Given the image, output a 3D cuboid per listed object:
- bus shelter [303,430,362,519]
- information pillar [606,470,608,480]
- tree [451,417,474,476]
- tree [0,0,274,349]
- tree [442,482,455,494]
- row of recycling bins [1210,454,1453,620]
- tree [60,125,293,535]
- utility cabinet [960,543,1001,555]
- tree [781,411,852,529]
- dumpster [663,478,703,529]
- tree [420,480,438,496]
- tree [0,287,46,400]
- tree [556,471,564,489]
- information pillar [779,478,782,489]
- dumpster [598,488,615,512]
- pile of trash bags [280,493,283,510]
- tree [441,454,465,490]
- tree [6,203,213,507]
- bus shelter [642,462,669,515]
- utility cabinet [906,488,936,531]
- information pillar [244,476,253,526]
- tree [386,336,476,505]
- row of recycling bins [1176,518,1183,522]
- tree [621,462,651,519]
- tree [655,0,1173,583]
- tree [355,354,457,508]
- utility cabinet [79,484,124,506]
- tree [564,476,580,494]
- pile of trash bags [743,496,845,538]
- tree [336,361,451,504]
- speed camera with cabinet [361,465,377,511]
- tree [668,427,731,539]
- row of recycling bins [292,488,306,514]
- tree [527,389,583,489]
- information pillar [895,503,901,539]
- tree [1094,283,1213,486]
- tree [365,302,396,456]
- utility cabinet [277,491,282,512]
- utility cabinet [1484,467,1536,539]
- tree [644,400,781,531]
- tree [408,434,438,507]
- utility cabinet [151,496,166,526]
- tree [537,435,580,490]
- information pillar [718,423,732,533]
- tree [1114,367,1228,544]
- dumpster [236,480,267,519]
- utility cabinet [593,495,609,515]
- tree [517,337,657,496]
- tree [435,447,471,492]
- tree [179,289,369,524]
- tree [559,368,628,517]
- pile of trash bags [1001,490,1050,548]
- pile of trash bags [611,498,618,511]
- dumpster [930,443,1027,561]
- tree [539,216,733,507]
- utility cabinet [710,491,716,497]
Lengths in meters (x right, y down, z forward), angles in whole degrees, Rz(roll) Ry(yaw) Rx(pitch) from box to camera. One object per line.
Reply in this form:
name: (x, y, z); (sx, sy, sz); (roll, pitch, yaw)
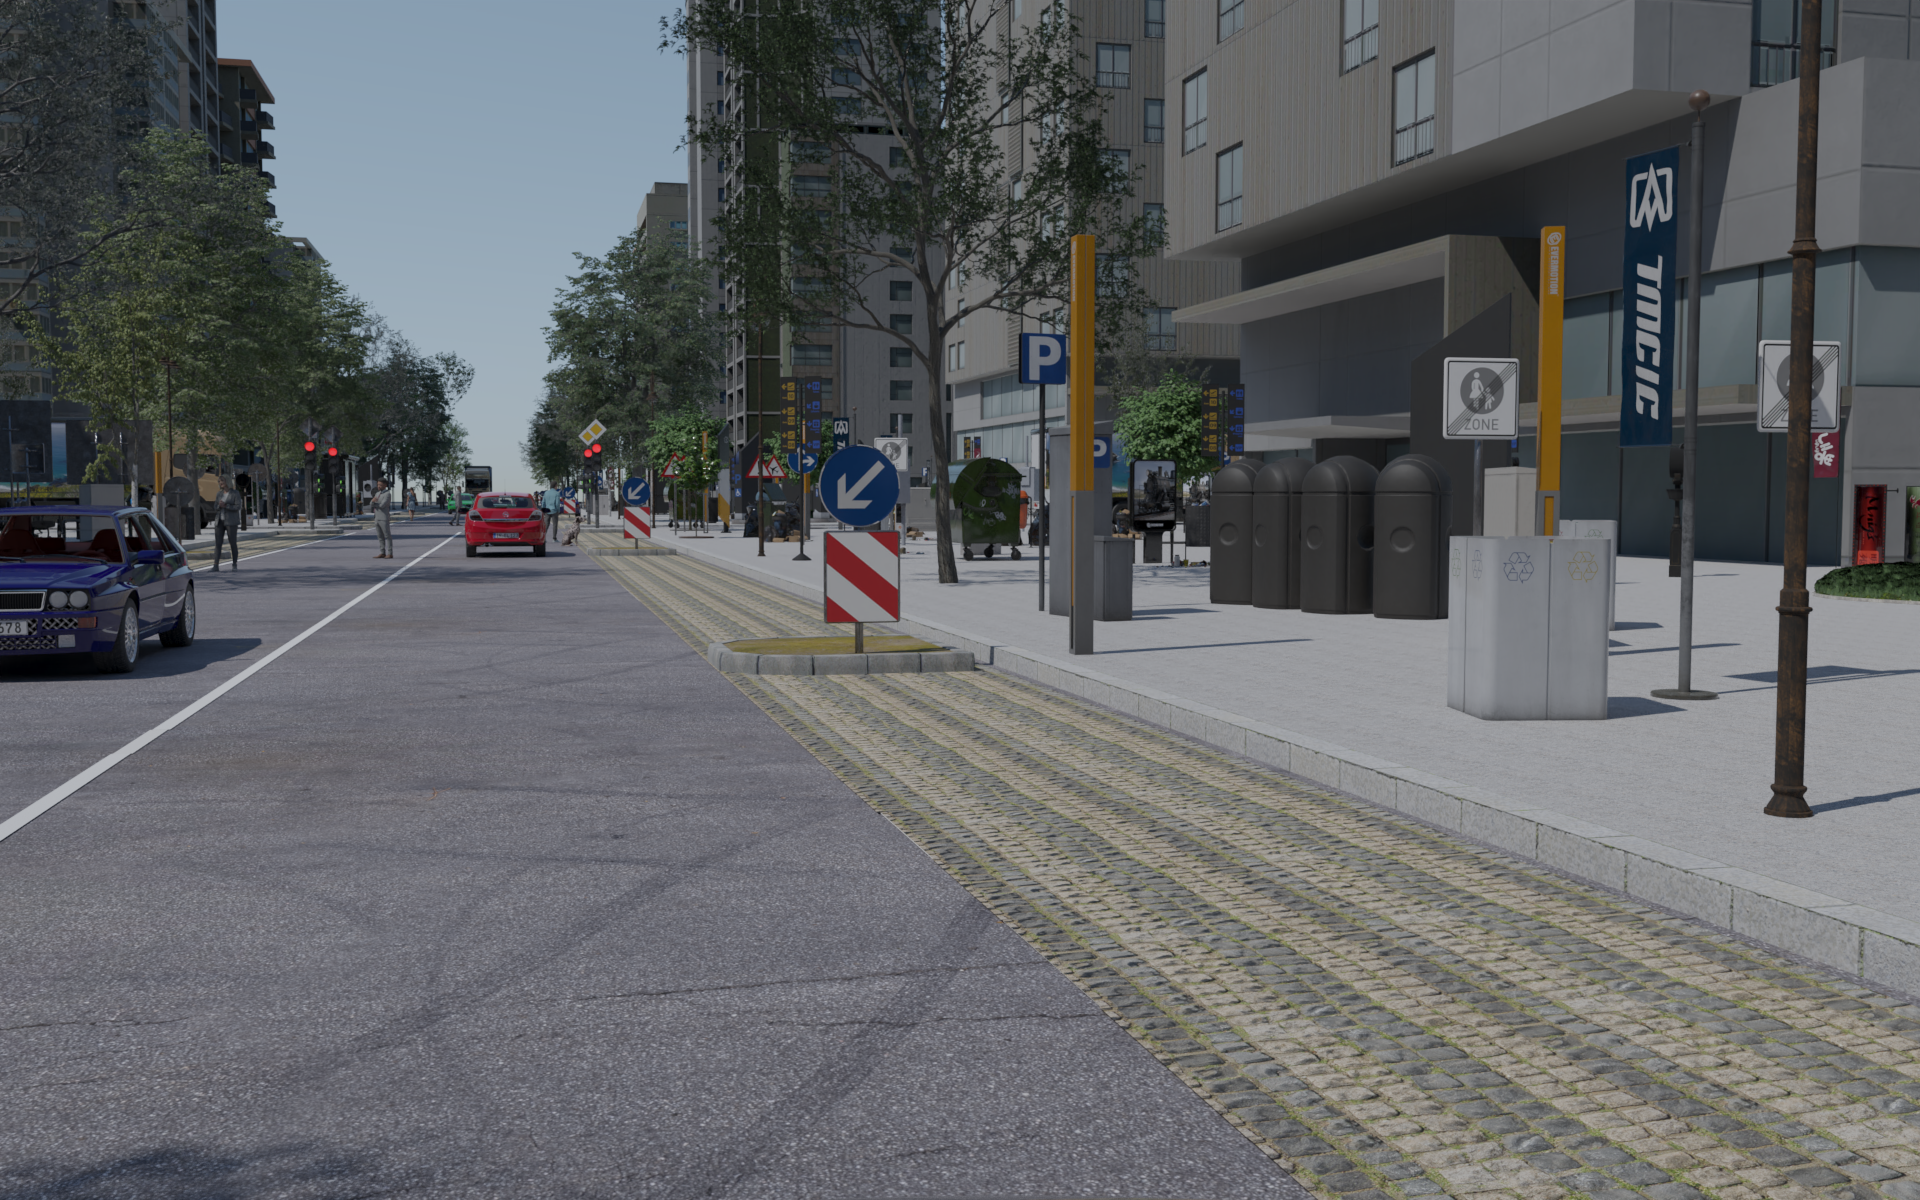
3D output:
bus shelter: (-33.514, -7.009, 92.222); (2.179, 5.291, 8.768); (-1, 4, -14)
information pillar: (-29.450, -9.397, 145.001); (0.504, 3.616, 0.183); (3, 4, 38)
tree: (-68.462, -18.607, 229.980); (9.928, 11.665, 9.643); (0, 3, 0)
tree: (-16.552, -7.099, 26.442); (12.009, 13.543, 11.850); (0, 3, 0)
tree: (-69.899, -14.766, 236.023); (1.663, 3.219, 1.824); (0, 3, 0)
row of recycling bins: (4.003, -0.735, 19.135); (1.069, 1.692, 3.534); (-2, 4, -30)
tree: (-24.096, -8.331, 54.346); (7.486, 12.596, 7.792); (0, 3, 0)
utility cabinet: (0.448, -1.552, 36.544); (0.306, 1.237, 1.020); (3, 5, 42)
tree: (-5.575, -4.938, 64.444); (4.285, 4.588, 4.351); (0, 3, 0)
dumpster: (-10.254, -3.810, 64.787); (1.502, 2.255, 1.985); (-1, 4, -14)
tree: (-56.045, -11.472, 182.172); (1.663, 3.219, 1.824); (0, 3, 0)
tree: (-32.271, -6.512, 56.835); (4.360, 8.622, 3.978); (0, 3, 0)
tree: (-57.035, -18.112, 246.500); (4.737, 8.622, 4.395); (0, 3, 0)
information pillar: (-15.152, -9.458, 145.990); (0.183, 3.616, 0.504); (-2, 4, -25)
dumpster: (-25.941, -7.422, 127.111); (1.264, 1.857, 1.865); (-1, 4, -14)
pile of trash bags: (-49.461, -7.116, 126.092); (1.912, 1.369, 3.447); (-1, 4, -17)
tree: (-80.901, -19.929, 276.197); (4.737, 8.622, 4.395); (0, 3, 0)
tree: (-20.915, -5.677, 43.189); (4.737, 8.622, 4.395); (0, 3, 0)
bus shelter: (-18.981, -8.098, 110.041); (2.179, 5.291, 8.768); (-1, 4, -14)
utility cabinet: (-1.319, -3.069, 58.853); (1.173, 1.500, 0.318); (-1, 4, -23)
information pillar: (-28.346, -3.940, 68.914); (0.304, 2.012, 0.304); (-3, 5, -43)
tree: (-65.259, -21.576, 208.649); (12.611, 20.169, 13.585); (0, 3, 0)
row of recycling bins: (9.969, -4.465, 80.123); (1.069, 1.692, 3.534); (-2, 4, -31)
tree: (-17.095, -5.818, 89.723); (1.663, 3.219, 1.824); (0, 3, 0)
tree: (-0.506, -5.523, 24.717); (7.601, 10.594, 8.767); (0, 4, 7)
tree: (-49.718, -15.190, 155.017); (9.857, 13.997, 8.962); (0, 3, 0)
utility cabinet: (-19.308, -1.853, 38.973); (0.318, 1.500, 1.173); (1, 4, 8)
tree: (-38.134, -10.818, 171.478); (1.663, 3.219, 1.824); (0, 3, 0)
pile of trash bags: (-4.879, -2.568, 51.737); (3.447, 1.369, 1.912); (0, 4, 6)
tree: (-44.895, -12.729, 133.876); (9.928, 11.665, 9.643); (0, 3, 0)
speed camera with cabinet: (-40.299, -7.474, 116.532); (2.038, 3.252, 0.660); (1, 4, 15)
tree: (-7.749, -3.409, 50.339); (1.663, 3.219, 1.824); (0, 3, 0)
row of recycling bins: (-42.248, -6.368, 111.223); (1.069, 1.692, 3.534); (-1, 4, -9)
tree: (-40.509, -15.831, 176.960); (7.486, 12.596, 7.792); (0, 3, 0)
information pillar: (-1.695, -2.750, 49.449); (0.304, 2.012, 0.304); (0, 4, 6)
tree: (6.390, -6.714, 60.138); (4.360, 8.622, 3.978); (0, 3, 0)
tree: (-31.115, -10.081, 82.951); (7.486, 12.596, 7.792); (0, 3, 0)
utility cabinet: (-53.334, -7.781, 135.892); (1.173, 1.500, 0.318); (-2, 4, -34)
utility cabinet: (4.692, -0.361, 14.578); (0.318, 1.500, 1.173); (0, 4, 5)
tree: (-9.446, -4.722, 60.925); (4.285, 4.588, 4.351); (0, 3, 0)
tree: (-54.922, -13.855, 176.889); (4.360, 8.622, 3.978); (0, 3, 0)
utility cabinet: (-28.583, -3.083, 61.571); (1.020, 1.237, 0.306); (3, 5, 40)
tree: (-53.923, -18.960, 235.757); (9.928, 11.665, 9.643); (0, 3, 0)
information pillar: (-7.769, -4.016, 57.017); (0.183, 3.616, 0.504); (2, 4, 34)
tree: (5.603, -3.750, 45.023); (4.285, 4.588, 4.351); (0, 3, 0)
dumpster: (-36.410, -5.277, 88.770); (1.502, 2.255, 1.985); (-1, 4, -14)
utility cabinet: (-21.798, -5.759, 105.329); (1.020, 1.237, 0.306); (0, 4, 3)
tree: (-28.347, -13.694, 134.273); (12.009, 13.543, 11.850); (0, 3, 0)
tree: (-86.198, -22.052, 294.966); (7.601, 10.594, 8.767); (-1, 4, -8)
tree: (-29.743, -8.581, 74.711); (8.767, 10.594, 7.601); (-1, 4, -10)
tree: (-20.033, -9.026, 97.943); (4.360, 8.622, 3.978); (0, 3, 0)
pile of trash bags: (1.616, -2.024, 42.839); (1.912, 1.369, 3.447); (0, 4, 6)
pile of trash bags: (-26.668, -7.334, 129.656); (1.912, 1.369, 3.447); (2, 4, 32)
dumpster: (0.362, -1.917, 33.841); (1.502, 2.255, 1.985); (-1, 4, -14)
tree: (-15.204, -10.651, 80.793); (9.857, 13.997, 8.962); (0, 3, 0)
utility cabinet: (-18.004, -7.192, 126.267); (1.173, 1.500, 0.318); (-1, 4, -16)
